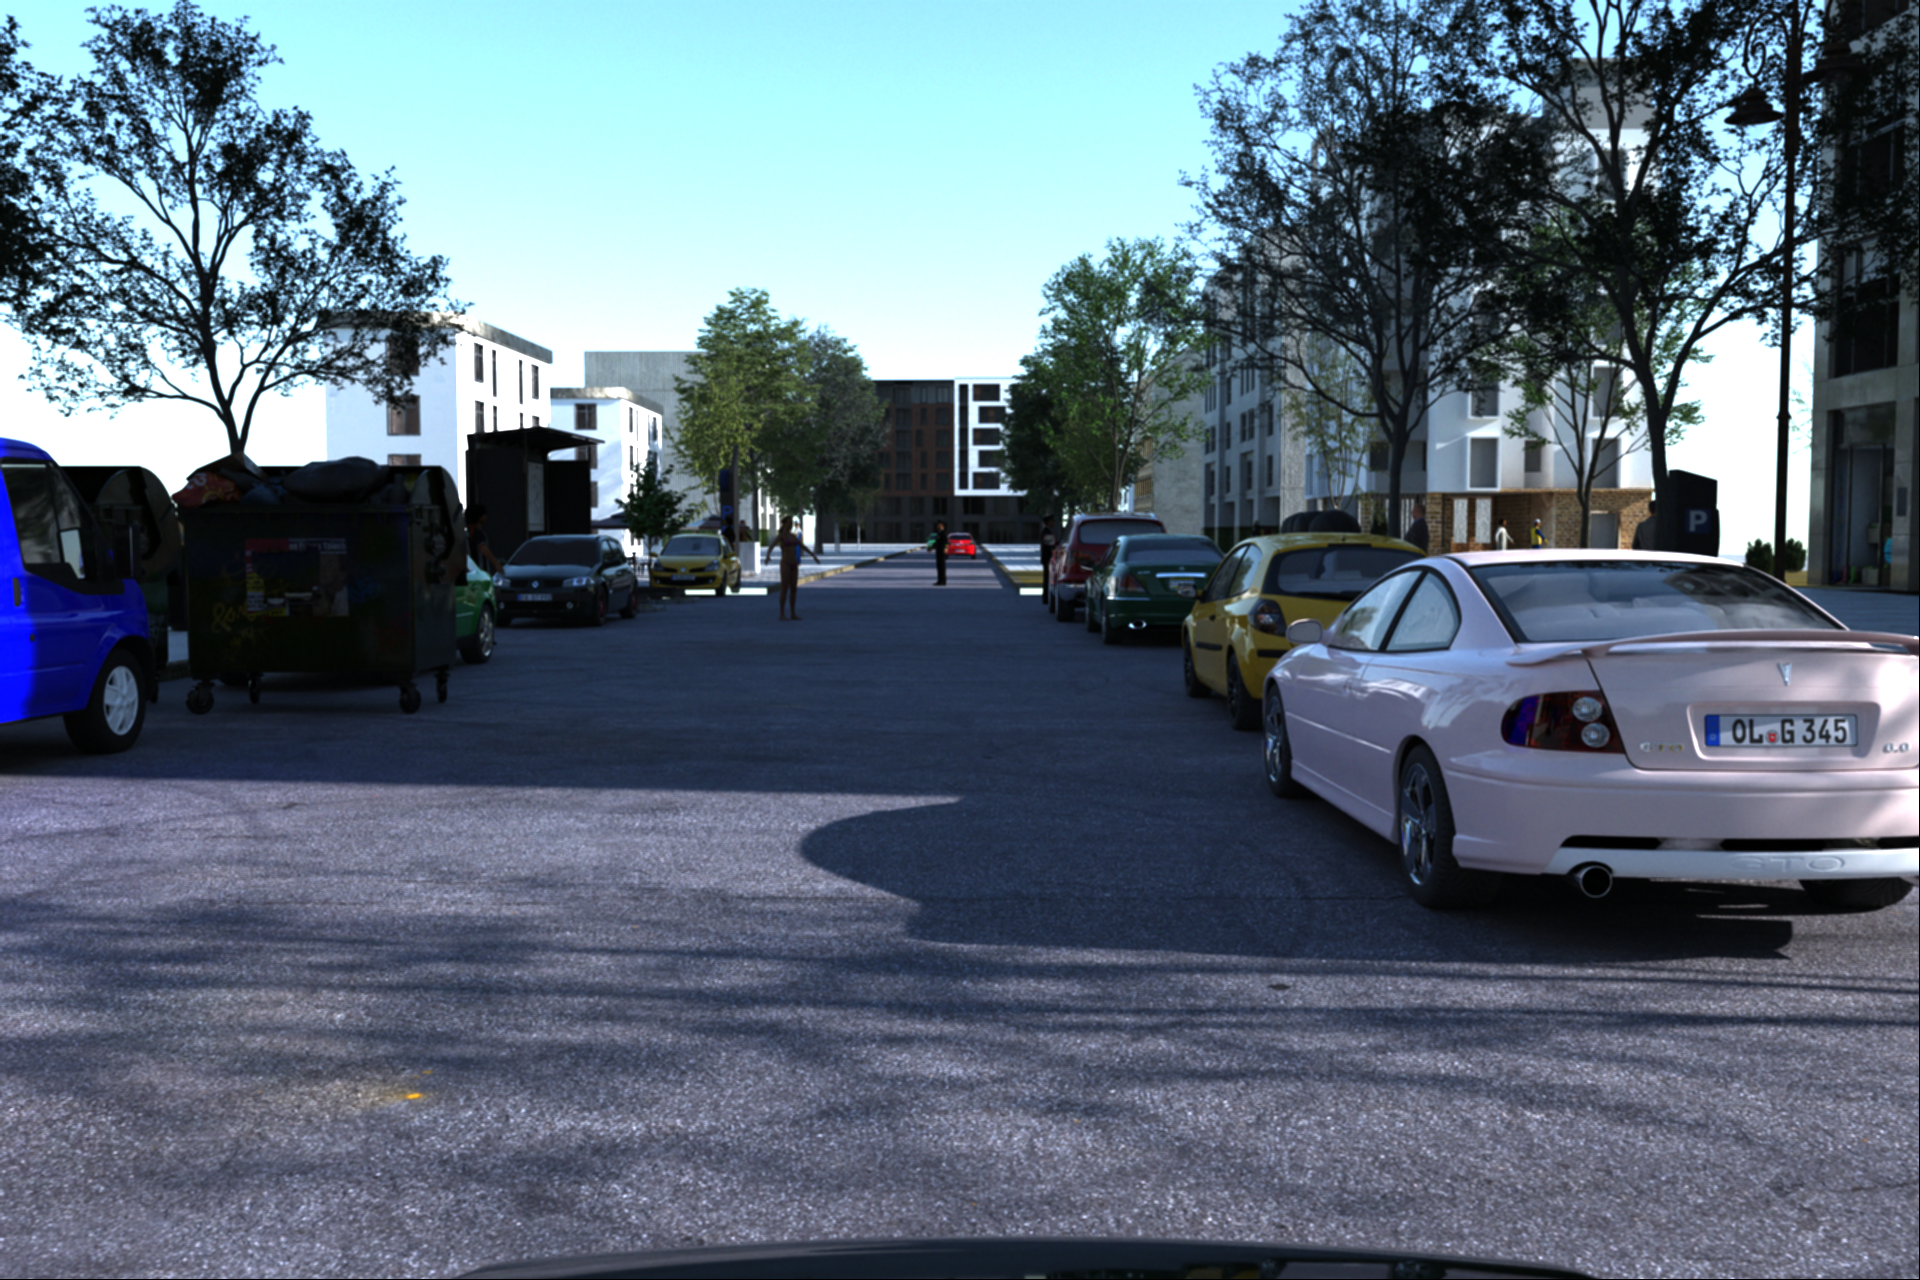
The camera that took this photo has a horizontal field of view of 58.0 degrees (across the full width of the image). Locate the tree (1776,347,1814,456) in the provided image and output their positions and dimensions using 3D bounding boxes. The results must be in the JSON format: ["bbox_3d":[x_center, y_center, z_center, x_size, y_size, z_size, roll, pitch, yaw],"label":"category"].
[{"bbox_3d":[28.833,-6.414,55.238,4.360,8.622,3.978,0,3,0],"label":"tree"}]

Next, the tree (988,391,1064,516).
[{"bbox_3d":[7.127,-14.080,140.571,12.009,13.543,11.850,0,3,0],"label":"tree"}]

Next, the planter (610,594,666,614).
[{"bbox_3d":[-6.537,-0.671,32.110,1.991,0.319,1.994,0,4,1],"label":"planter"}]

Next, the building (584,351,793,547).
[{"bbox_3d":[-27.757,-19.370,183.150,16.747,18.905,31.486,0,4,0],"label":"building"}]

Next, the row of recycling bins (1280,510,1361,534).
[{"bbox_3d":[6.436,-1.479,31.294,1.069,1.692,3.534,0,4,0],"label":"row of recycling bins"}]

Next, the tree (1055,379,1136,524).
[{"bbox_3d":[6.304,-8.102,82.835,4.737,8.622,4.395,0,3,0],"label":"tree"}]

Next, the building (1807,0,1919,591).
[{"bbox_3d":[29.251,-13.423,22.662,19.351,26.588,34.151,0,4,1],"label":"building"}]

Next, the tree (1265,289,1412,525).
[{"bbox_3d":[10.649,-6.017,48.739,4.360,8.622,3.978,0,3,0],"label":"tree"}]

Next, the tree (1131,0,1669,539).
[{"bbox_3d":[9.053,-7.670,35.776,12.009,13.543,11.850,0,3,0],"label":"tree"}]

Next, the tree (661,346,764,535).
[{"bbox_3d":[-9.570,-7.206,68.177,4.737,8.622,4.395,0,3,0],"label":"tree"}]

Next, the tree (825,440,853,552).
[{"bbox_3d":[-9.231,-10.756,126.215,4.737,8.622,4.395,0,3,0],"label":"tree"}]

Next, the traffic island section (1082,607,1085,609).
[{"bbox_3d":[3.238,-0.678,33.944,1.991,0.108,1.994,0,4,1],"label":"traffic island section"}]

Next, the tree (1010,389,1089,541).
[{"bbox_3d":[6.958,-11.786,118.457,9.928,11.665,9.643,0,3,0],"label":"tree"}]

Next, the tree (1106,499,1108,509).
[{"bbox_3d":[21.366,-17.188,231.385,4.360,8.622,3.978,0,3,0],"label":"tree"}]

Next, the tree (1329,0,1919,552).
[{"bbox_3d":[9.036,-5.355,21.962,8.767,10.594,7.601,1,4,10],"label":"tree"}]

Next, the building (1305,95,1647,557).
[{"bbox_3d":[21.563,-13.744,81.133,16.016,20.090,11.380,0,4,0],"label":"building"}]

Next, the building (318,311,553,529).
[{"bbox_3d":[-23.172,-8.397,79.438,9.099,9.664,28.070,0,4,1],"label":"building"}]

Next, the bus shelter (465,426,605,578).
[{"bbox_3d":[-9.884,-3.027,40.770,1.731,3.624,6.357,0,4,1],"label":"bus shelter"}]

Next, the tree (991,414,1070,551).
[{"bbox_3d":[6.325,-12.421,128.847,9.928,11.665,9.643,0,3,0],"label":"tree"}]

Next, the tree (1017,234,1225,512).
[{"bbox_3d":[5.465,-8.225,60.231,9.928,11.665,9.643,0,3,0],"label":"tree"}]

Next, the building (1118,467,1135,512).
[{"bbox_3d":[24.851,-16.419,210.603,9.099,9.664,28.070,0,3,0],"label":"building"}]

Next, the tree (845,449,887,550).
[{"bbox_3d":[-8.623,-11.786,143.070,4.360,8.622,3.978,0,3,0],"label":"tree"}]

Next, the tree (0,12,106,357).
[{"bbox_3d":[-12.477,-5.076,17.413,7.601,10.594,8.767,0,3,0],"label":"tree"}]

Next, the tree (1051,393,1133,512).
[{"bbox_3d":[6.553,-8.439,88.339,4.737,8.622,4.395,0,3,0],"label":"tree"}]

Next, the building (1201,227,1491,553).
[{"bbox_3d":[25.688,-14.803,108.484,16.747,18.905,31.486,0,4,0],"label":"building"}]

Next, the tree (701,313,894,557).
[{"bbox_3d":[-8.756,-11.329,95.600,12.009,13.543,11.850,0,3,0],"label":"tree"}]

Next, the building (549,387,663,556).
[{"bbox_3d":[-23.926,-10.463,113.213,9.099,9.664,28.070,0,4,-1],"label":"building"}]

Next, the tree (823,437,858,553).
[{"bbox_3d":[-8.224,-10.336,119.362,4.360,8.622,3.978,0,3,0],"label":"tree"}]

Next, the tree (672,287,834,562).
[{"bbox_3d":[-9.903,-9.918,80.283,7.486,12.596,7.792,0,3,0],"label":"tree"}]

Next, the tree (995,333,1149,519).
[{"bbox_3d":[6.801,-12.138,105.103,9.857,13.997,8.962,0,3,0],"label":"tree"}]

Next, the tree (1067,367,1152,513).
[{"bbox_3d":[6.495,-7.751,77.098,4.737,8.622,4.395,0,3,0],"label":"tree"}]

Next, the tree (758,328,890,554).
[{"bbox_3d":[-8.961,-12.389,109.207,9.857,13.997,8.962,0,3,0],"label":"tree"}]

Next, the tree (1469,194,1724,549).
[{"bbox_3d":[19.174,-7.774,52.858,9.928,11.665,9.643,0,3,0],"label":"tree"}]

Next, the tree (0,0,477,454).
[{"bbox_3d":[-12.288,-5.815,29.488,7.601,10.594,8.767,3,5,43],"label":"tree"}]

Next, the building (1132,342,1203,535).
[{"bbox_3d":[27.420,-20.838,171.635,19.493,23.208,18.063,0,3,0],"label":"building"}]

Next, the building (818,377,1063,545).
[{"bbox_3d":[-2.399,-23.952,238.044,32.646,21.610,27.936,0,4,2],"label":"building"}]

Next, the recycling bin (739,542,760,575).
[{"bbox_3d":[-6.731,-2.581,54.754,0.722,1.027,0.722,0,4,2],"label":"recycling bin"}]
